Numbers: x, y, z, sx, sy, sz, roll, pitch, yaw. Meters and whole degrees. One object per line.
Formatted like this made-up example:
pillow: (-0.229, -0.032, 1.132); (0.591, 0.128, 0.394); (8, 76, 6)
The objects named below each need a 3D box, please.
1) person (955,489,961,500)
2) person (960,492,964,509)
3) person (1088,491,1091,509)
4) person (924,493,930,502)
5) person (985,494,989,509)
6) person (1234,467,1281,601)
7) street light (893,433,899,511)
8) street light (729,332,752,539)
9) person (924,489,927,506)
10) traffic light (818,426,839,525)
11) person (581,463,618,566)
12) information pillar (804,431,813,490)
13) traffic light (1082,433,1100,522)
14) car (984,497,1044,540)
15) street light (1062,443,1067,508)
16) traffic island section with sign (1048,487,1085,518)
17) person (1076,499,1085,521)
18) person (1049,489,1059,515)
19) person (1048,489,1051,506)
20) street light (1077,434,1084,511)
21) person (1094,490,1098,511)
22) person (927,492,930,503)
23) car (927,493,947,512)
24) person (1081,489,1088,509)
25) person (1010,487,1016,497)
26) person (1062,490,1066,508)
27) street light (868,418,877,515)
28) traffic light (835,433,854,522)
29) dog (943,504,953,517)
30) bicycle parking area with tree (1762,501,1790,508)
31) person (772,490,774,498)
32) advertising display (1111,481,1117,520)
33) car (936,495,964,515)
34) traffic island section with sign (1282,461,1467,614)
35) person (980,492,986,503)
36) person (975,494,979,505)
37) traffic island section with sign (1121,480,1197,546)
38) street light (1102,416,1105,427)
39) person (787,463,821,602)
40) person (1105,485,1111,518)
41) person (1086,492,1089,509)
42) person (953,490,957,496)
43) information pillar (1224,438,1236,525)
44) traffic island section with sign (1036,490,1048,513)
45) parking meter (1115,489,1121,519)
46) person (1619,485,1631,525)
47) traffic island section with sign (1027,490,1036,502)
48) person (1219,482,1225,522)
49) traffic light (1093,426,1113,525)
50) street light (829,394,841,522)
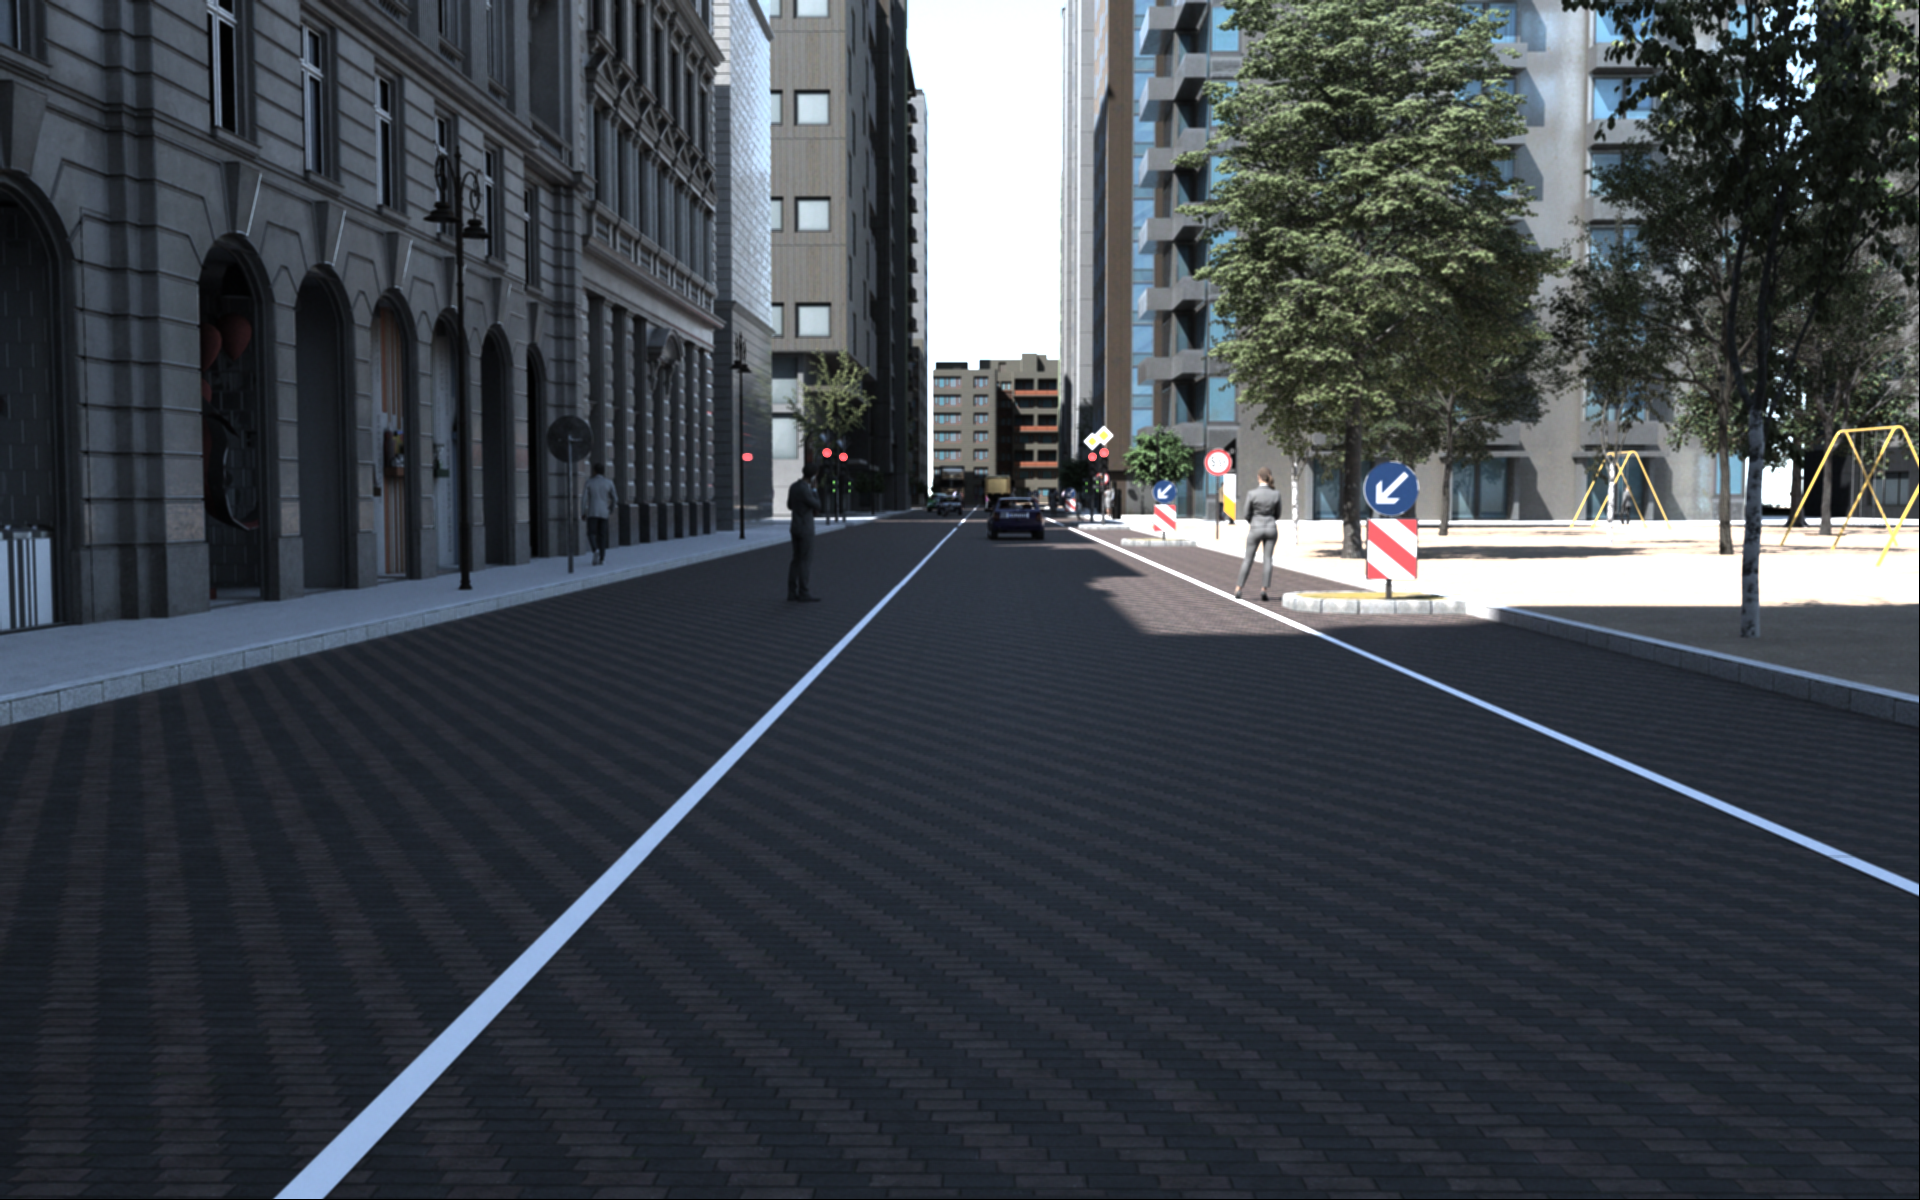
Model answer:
person: (-0.179, -7.875, 137.127); (0.514, 1.842, 0.818); (0, 4, 4)
person: (0.115, -9.623, 167.313); (0.593, 1.643, 0.415); (-3, 5, -40)
person: (10.885, -8.398, 143.622); (0.520, 1.790, 0.573); (2, 4, 30)
person: (-3.773, -11.523, 197.680); (0.697, 1.427, 0.421); (-1, 4, -18)
person: (2.599, -9.275, 163.374); (0.599, 1.433, 0.991); (-1, 4, -17)
person: (4.001, -0.887, 23.270); (0.520, 1.790, 0.573); (-1, 4, -19)
street light: (-4.889, -9.706, 131.473); (0.468, 5.910, 1.993); (0, 4, 1)
street light: (-6.249, -4.693, 49.510); (0.468, 5.910, 1.993); (0, 4, 1)
person: (-3.869, -11.520, 194.413); (0.705, 1.821, 1.348); (0, 4, 0)
traffic light: (-5.453, -5.062, 71.687); (0.839, 4.253, 0.868); (0, 4, 1)
person: (-6.512, -1.554, 31.301); (0.661, 1.843, 0.795); (-1, 4, -22)
information pillar: (-5.581, -4.445, 64.028); (0.183, 3.616, 0.504); (2, 4, 27)
traffic light: (6.043, -5.540, 79.494); (0.839, 4.253, 0.868); (0, 4, 1)
car: (1.773, -2.646, 55.835); (1.945, 1.354, 3.894); (0, 4, -1)
street light: (9.358, -11.098, 154.243); (0.468, 5.910, 1.993); (0, 4, 1)
traffic island section with sign: (6.528, -5.887, 104.880); (1.989, 1.847, 2.006); (0, 4, 1)
person: (5.767, -4.286, 83.591); (0.382, 1.210, 0.505); (2, 4, 28)
person: (6.275, -6.454, 114.376); (0.716, 1.782, 0.532); (2, 4, 32)
person: (9.611, -10.948, 185.144); (0.705, 1.812, 1.348); (0, 4, -6)
street light: (8.944, -9.496, 128.048); (0.468, 5.910, 1.993); (0, 4, 1)
person: (10.235, -7.535, 129.594); (0.721, 1.781, 0.623); (-2, 4, -30)
person: (-4.383, -13.819, 232.000); (0.705, 1.821, 1.348); (-3, 4, -39)
car: (-1.721, -8.088, 141.040); (1.959, 1.807, 4.718); (0, 4, 2)
person: (10.400, -8.439, 144.512); (0.782, 1.767, 0.515); (-3, 5, -45)
person: (2.631, -4.564, 83.457); (0.374, 1.781, 0.599); (-1, 4, -21)
person: (9.916, -9.621, 164.289); (0.436, 1.711, 0.756); (0, 4, -7)
street light: (-5.322, -8.129, 105.698); (0.468, 5.910, 1.993); (0, 4, 1)
traffic light: (-5.317, -5.550, 79.671); (0.839, 4.253, 0.868); (0, 4, 1)
dog: (-0.885, -5.647, 109.164); (0.513, 0.831, 0.800); (-3, 4, -37)
bicycle parking area with tree: (53.835, -7.543, 110.323); (8.231, 4.147, 9.016); (-3, 4, -37)
person: (-9.516, -4.920, 86.502); (0.555, 1.821, 0.388); (3, 5, 40)
advertising display: (7.716, -4.999, 86.943); (0.123, 1.923, 0.974); (0, 4, -4)
car: (-0.705, -6.558, 119.801); (1.945, 1.354, 3.894); (0, 4, 0)
traffic island section with sign: (5.108, -0.798, 21.668); (1.989, 1.847, 2.006); (0, 4, 1)
person: (3.145, -13.275, 226.074); (1.217, 1.766, 0.721); (-1, 4, -8)
person: (1.996, -12.579, 217.393); (0.991, 1.433, 0.599); (-1, 4, -16)
traffic island section with sign: (5.558, -2.446, 48.619); (1.989, 1.847, 2.006); (0, 4, 1)
street light: (8.464, -7.920, 102.273); (0.468, 5.910, 1.993); (0, 4, 1)
person: (-2.062, -0.912, 23.214); (0.447, 1.846, 0.655); (-2, 4, -34)
person: (8.108, -5.374, 94.270); (0.716, 1.782, 0.532); (-1, 4, -23)
person: (11.230, -8.866, 151.351); (0.716, 1.782, 0.532); (-1, 4, -11)
person: (-0.311, -9.402, 162.092); (0.709, 1.838, 0.599); (2, 4, 32)
information pillar: (11.262, -4.943, 72.172); (0.504, 3.616, 0.183); (1, 4, 18)
traffic island section with sign: (6.988, -7.535, 131.831); (1.989, 1.847, 2.006); (0, 4, 1)
parking meter: (8.006, -4.869, 88.017); (0.372, 1.533, 0.369); (0, 3, 0)
person: (28.705, -4.039, 74.721); (0.592, 1.802, 0.473); (-1, 4, -17)
traffic island section with sign: (7.844, -10.618, 182.231); (1.989, 1.847, 2.006); (0, 4, 1)
person: (12.095, -4.508, 79.653); (0.656, 1.842, 0.836); (0, 4, 8)
traffic light: (5.907, -5.051, 71.510); (0.839, 4.253, 0.868); (0, 4, 1)
street light: (-5.717, -6.553, 79.922); (0.468, 5.910, 1.993); (0, 4, 1)
